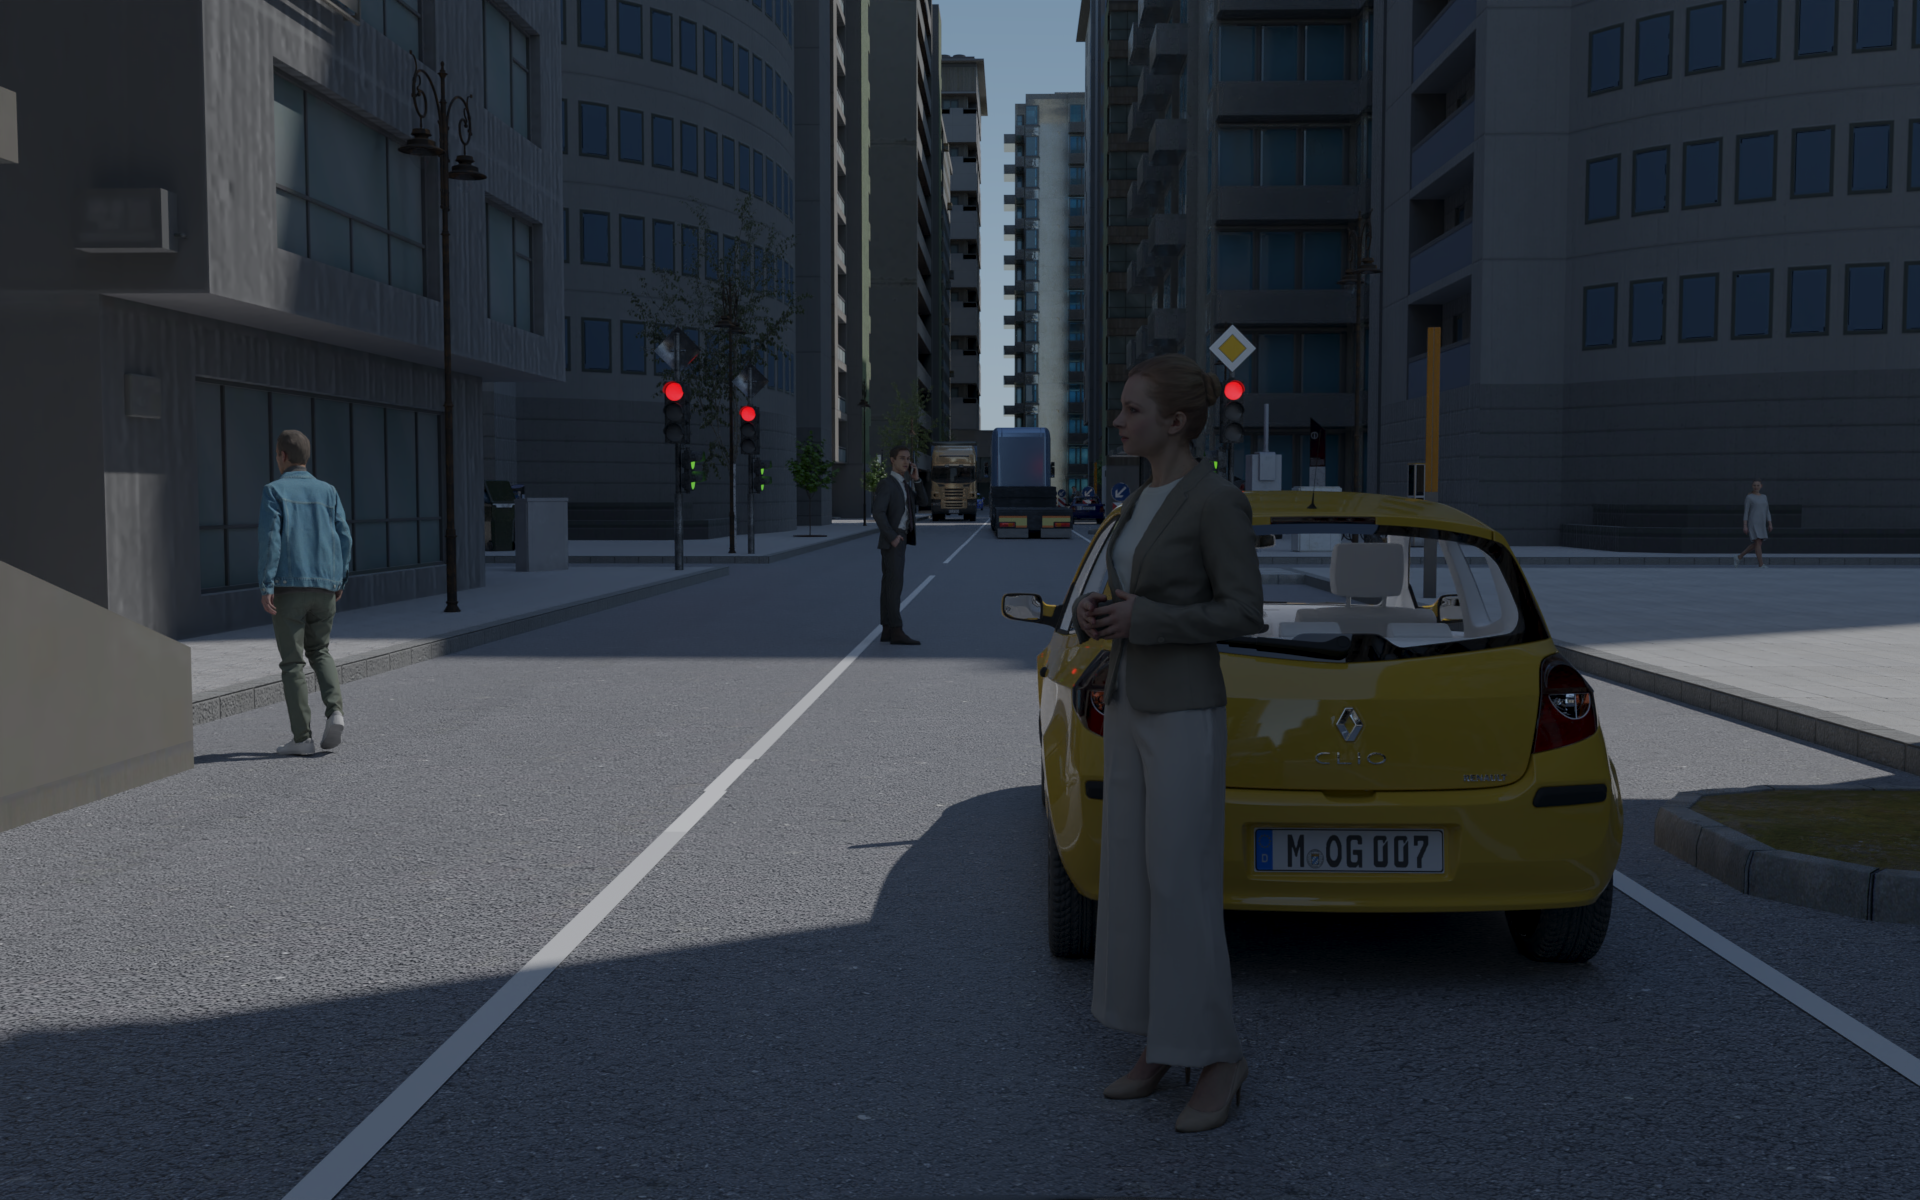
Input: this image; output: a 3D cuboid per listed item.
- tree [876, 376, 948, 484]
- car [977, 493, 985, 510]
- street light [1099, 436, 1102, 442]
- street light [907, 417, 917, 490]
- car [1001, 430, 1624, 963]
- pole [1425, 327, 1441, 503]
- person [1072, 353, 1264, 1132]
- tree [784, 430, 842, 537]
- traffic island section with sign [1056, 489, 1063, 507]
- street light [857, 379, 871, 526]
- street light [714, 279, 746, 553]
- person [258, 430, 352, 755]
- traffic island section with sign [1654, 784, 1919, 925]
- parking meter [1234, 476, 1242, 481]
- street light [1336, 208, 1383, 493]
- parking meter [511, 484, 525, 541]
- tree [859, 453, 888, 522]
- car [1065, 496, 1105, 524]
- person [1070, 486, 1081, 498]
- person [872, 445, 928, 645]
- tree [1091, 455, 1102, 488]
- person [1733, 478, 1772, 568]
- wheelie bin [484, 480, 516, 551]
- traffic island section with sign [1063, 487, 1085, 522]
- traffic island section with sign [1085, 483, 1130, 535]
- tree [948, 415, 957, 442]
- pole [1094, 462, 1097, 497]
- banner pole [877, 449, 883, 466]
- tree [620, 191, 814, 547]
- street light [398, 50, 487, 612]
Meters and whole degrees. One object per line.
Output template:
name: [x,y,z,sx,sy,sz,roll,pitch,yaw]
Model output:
tree: [-3.333,-9.681,108.649,4.737,8.622,4.395,0,3,0]
car: [1.209,-8.768,152.941,1.945,1.707,3.694,0,4,1]
street light: [9.177,-8.482,111.473,0.468,5.910,1.993,0,4,2]
street light: [-2.835,-7.913,102.167,0.468,5.910,1.993,0,4,2]
car: [1.161,0.212,6.751,2.015,1.641,3.980,0,4,2]
pole: [5.805,-1.680,21.311,0.158,3.312,0.155,0,3,0]
person: [0.453,0.304,4.079,0.362,1.759,0.519,-2,4,-25]
tree: [-4.364,-3.504,51.886,1.663,3.219,1.824,0,3,0]
traffic island section with sign: [8.916,-9.676,166.829,1.989,1.847,2.006,0,4,2]
street light: [-3.835,-5.918,69.544,0.468,5.910,1.993,0,4,2]
street light: [-4.933,-3.947,37.322,0.468,5.910,1.993,0,4,2]
person: [-3.596,-0.041,9.514,0.444,1.785,0.601,3,5,42]
traffic island section with sign: [3.818,0.126,6.568,1.989,1.847,2.006,0,4,2]
parking meter: [9.009,-3.117,56.675,0.255,1.863,0.399,3,5,45]
street light: [6.510,-3.400,28.379,0.468,5.910,1.993,0,4,2]
parking meter: [-11.073,-2.136,43.327,0.372,1.533,0.369,0,3,0]
tree: [-3.777,-5.269,80.744,1.663,3.219,1.824,0,3,0]
car: [6.032,-4.321,83.232,1.945,1.354,3.894,0,4,1]
person: [6.050,-5.021,90.400,0.655,1.846,0.447,3,4,38]
person: [-0.561,-0.541,16.704,0.474,1.900,0.648,1,4,9]
tree: [10.429,-8.069,115.640,4.285,4.588,4.351,0,3,0]
person: [14.824,-1.413,32.359,0.466,1.731,0.760,-3,5,-44]
wheelie bin: [-10.442,-1.898,38.937,0.693,1.594,0.980,3,5,44]
traffic island section with sign: [6.435,-4.899,88.725,1.989,1.847,2.006,0,4,2]
traffic island section with sign: [5.577,-3.251,61.783,1.989,1.847,2.006,0,4,2]
tree: [-1.814,-12.333,152.012,4.737,8.622,4.395,0,3,0]
pole: [8.707,-7.189,111.383,0.158,3.312,0.155,0,3,0]
banner pole: [-4.441,-6.518,96.584,0.401,3.779,0.863,-2,4,-28]
tree: [-5.696,-5.571,41.446,4.360,8.622,3.978,0,3,0]
street light: [-5.525,-2.806,18.668,0.468,5.910,1.993,0,4,2]
